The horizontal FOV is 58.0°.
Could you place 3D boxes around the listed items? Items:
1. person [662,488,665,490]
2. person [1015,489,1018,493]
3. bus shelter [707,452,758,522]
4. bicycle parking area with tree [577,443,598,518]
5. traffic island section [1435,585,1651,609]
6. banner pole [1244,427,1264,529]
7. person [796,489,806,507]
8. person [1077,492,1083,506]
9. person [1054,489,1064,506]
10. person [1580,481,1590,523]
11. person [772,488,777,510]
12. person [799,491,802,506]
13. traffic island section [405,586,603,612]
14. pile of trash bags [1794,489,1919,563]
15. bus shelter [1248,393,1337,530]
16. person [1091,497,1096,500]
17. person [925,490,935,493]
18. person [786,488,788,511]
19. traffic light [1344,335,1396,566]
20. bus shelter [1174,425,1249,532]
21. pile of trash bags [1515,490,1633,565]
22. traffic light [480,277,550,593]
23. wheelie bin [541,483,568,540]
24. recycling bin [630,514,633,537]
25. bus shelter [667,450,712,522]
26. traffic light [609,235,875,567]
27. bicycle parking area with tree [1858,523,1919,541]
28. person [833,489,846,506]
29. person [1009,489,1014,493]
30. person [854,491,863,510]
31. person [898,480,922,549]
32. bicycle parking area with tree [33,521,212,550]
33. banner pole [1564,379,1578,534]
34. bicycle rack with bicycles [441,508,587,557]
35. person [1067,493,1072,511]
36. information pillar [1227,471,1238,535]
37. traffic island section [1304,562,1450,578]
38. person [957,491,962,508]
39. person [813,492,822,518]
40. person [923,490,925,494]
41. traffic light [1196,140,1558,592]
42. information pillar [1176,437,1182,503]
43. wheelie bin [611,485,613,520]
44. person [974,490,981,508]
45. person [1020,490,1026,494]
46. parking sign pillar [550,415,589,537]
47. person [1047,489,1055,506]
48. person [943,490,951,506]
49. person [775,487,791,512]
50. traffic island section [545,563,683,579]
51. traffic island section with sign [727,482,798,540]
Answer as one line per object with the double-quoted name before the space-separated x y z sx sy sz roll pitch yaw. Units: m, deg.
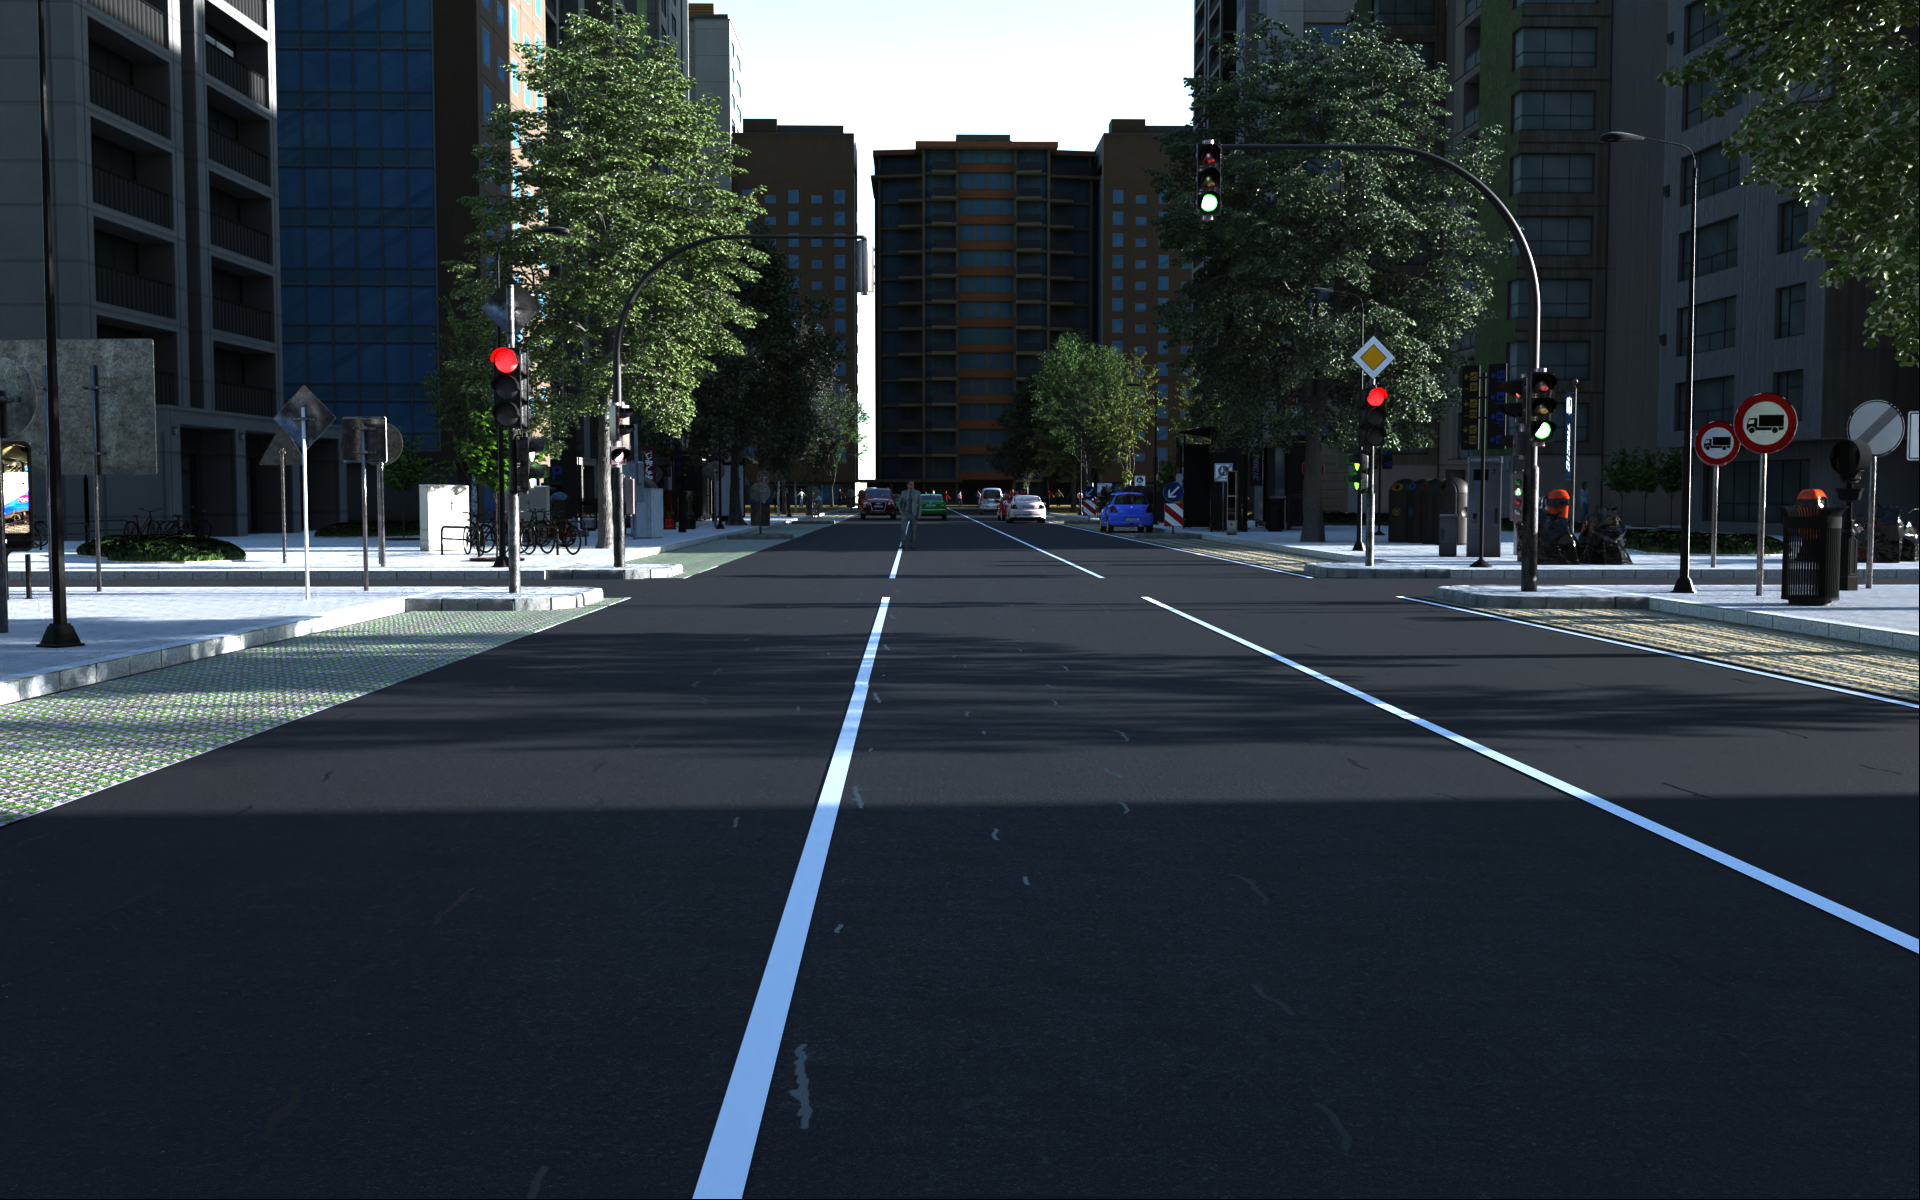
"person" -21.113 -7.126 123.217 0.551 1.740 0.621 2 4 29
"person" 3.737 -6.374 113.509 1.217 1.735 0.721 1 4 18
"bus shelter" -10.883 -5.467 83.304 2.014 3.302 5.546 0 4 -1
"bicycle parking area with tree" -19.988 -6.615 95.157 9.016 4.147 8.231 -1 4 -17
"traffic island section" 7.522 -0.037 22.879 2.009 0.180 2.903 0 4 -1
"banner pole" 10.754 -4.518 63.882 0.863 3.779 0.401 0 4 5
"person" -15.908 -10.221 173.244 1.350 1.814 0.705 -3 5 -45
"person" 12.740 -10.783 183.289 0.756 1.711 0.436 -2 4 -25
"person" 10.419 -10.837 183.230 1.348 1.823 0.705 3 4 36
"person" 25.212 -3.893 69.955 0.793 1.790 0.793 0 4 -2
"person" -14.601 -7.890 135.833 0.721 1.735 1.217 0 4 3
"person" -16.281 -10.482 177.441 0.705 1.822 1.348 -1 4 -17
"traffic island section" -5.816 -0.016 22.549 2.009 0.180 2.903 0 4 -1
"pile of trash bags" 16.763 -1.408 32.776 3.447 1.369 1.912 -3 5 -40
"bus shelter" 12.320 -5.393 65.805 2.179 5.291 8.768 0 4 -2
"person" 8.282 -6.257 109.053 0.721 1.736 1.217 -1 4 -23
"person" -1.916 -6.379 113.601 0.742 1.727 0.445 0 4 -2
"person" -13.138 -7.549 130.200 0.721 1.736 1.217 -2 4 -31
"traffic light" 7.280 -2.558 30.747 0.839 4.253 0.868 0 4 -1
"bus shelter" 8.937 -4.315 61.833 1.731 3.624 6.357 0 4 -1
"pile of trash bags" 11.533 -1.415 32.892 1.912 1.369 3.447 1 4 10
"traffic light" -5.775 -2.049 22.415 0.839 4.253 0.868 0 4 -1
"wheelie bin" -11.369 -2.472 48.324 0.980 1.594 0.693 1 4 17
"recycling bin" -9.579 -2.439 52.440 0.722 1.027 0.722 0 4 -4
"bus shelter" -13.214 -6.503 83.959 2.179 5.291 8.768 0 4 -2
"traffic light" -3.888 -3.414 30.485 4.771 5.953 1.251 0 4 -1
"bicycle parking area with tree" 25.530 -3.334 41.511 8.231 4.147 9.016 -1 4 -13
"person" -12.477 -10.617 179.767 1.348 1.807 0.705 1 4 16
"person" 3.328 -6.065 108.380 0.721 1.743 1.217 3 4 37
"person" -9.096 -9.070 157.503 1.217 1.735 0.721 0 4 -7
"person" -1.318 -2.249 45.375 0.635 1.810 0.391 0 4 -4
"bicycle parking area with tree" -23.987 -3.423 42.966 8.231 4.147 9.016 1 4 20
"banner pole" 13.199 -2.902 37.467 0.401 3.779 0.863 2 4 35
"bicycle rack with bicycles" -9.708 -1.426 36.696 2.852 0.926 2.925 -3 5 -40
"person" 8.528 -7.723 132.990 0.721 1.739 1.217 2 4 32
"information pillar" 8.546 -3.051 54.373 0.304 2.012 0.304 1 4 17
"traffic island section" 7.320 -0.525 30.862 2.009 0.180 2.903 0 4 -1
"person" 0.028 -10.367 178.939 0.436 1.711 0.756 -1 4 -21
"person" -8.353 -5.599 101.860 0.589 1.601 0.330 3 4 37
"person" -3.009 -8.497 148.102 0.721 1.739 1.217 2 4 25
"traffic light" 5.392 -2.930 22.571 4.771 5.953 1.251 0 4 -1
"information pillar" 8.895 -4.834 70.391 0.183 3.616 0.504 -1 4 -14
"wheelie bin" -12.574 -3.368 62.975 0.980 1.594 0.693 -1 4 -8
"person" 1.795 -10.462 179.417 0.599 1.838 0.709 -2 4 -35
"person" 4.632 -7.334 128.862 0.568 1.767 0.683 -3 5 -39
"parking sign pillar" -11.940 -3.898 52.200 1.447 3.967 1.447 0 4 5
"person" 9.134 -10.592 179.159 1.348 1.831 0.705 2 4 28
"person" -1.442 -10.292 176.711 0.705 1.831 1.348 -3 4 -39
"person" -12.800 -7.274 124.933 1.348 1.831 0.705 -3 4 -38
"traffic island section" -6.017 -0.505 30.531 2.009 0.180 2.903 0 4 -1
"traffic island section with sign" -6.317 -2.844 55.135 1.989 1.847 2.006 0 4 -1
